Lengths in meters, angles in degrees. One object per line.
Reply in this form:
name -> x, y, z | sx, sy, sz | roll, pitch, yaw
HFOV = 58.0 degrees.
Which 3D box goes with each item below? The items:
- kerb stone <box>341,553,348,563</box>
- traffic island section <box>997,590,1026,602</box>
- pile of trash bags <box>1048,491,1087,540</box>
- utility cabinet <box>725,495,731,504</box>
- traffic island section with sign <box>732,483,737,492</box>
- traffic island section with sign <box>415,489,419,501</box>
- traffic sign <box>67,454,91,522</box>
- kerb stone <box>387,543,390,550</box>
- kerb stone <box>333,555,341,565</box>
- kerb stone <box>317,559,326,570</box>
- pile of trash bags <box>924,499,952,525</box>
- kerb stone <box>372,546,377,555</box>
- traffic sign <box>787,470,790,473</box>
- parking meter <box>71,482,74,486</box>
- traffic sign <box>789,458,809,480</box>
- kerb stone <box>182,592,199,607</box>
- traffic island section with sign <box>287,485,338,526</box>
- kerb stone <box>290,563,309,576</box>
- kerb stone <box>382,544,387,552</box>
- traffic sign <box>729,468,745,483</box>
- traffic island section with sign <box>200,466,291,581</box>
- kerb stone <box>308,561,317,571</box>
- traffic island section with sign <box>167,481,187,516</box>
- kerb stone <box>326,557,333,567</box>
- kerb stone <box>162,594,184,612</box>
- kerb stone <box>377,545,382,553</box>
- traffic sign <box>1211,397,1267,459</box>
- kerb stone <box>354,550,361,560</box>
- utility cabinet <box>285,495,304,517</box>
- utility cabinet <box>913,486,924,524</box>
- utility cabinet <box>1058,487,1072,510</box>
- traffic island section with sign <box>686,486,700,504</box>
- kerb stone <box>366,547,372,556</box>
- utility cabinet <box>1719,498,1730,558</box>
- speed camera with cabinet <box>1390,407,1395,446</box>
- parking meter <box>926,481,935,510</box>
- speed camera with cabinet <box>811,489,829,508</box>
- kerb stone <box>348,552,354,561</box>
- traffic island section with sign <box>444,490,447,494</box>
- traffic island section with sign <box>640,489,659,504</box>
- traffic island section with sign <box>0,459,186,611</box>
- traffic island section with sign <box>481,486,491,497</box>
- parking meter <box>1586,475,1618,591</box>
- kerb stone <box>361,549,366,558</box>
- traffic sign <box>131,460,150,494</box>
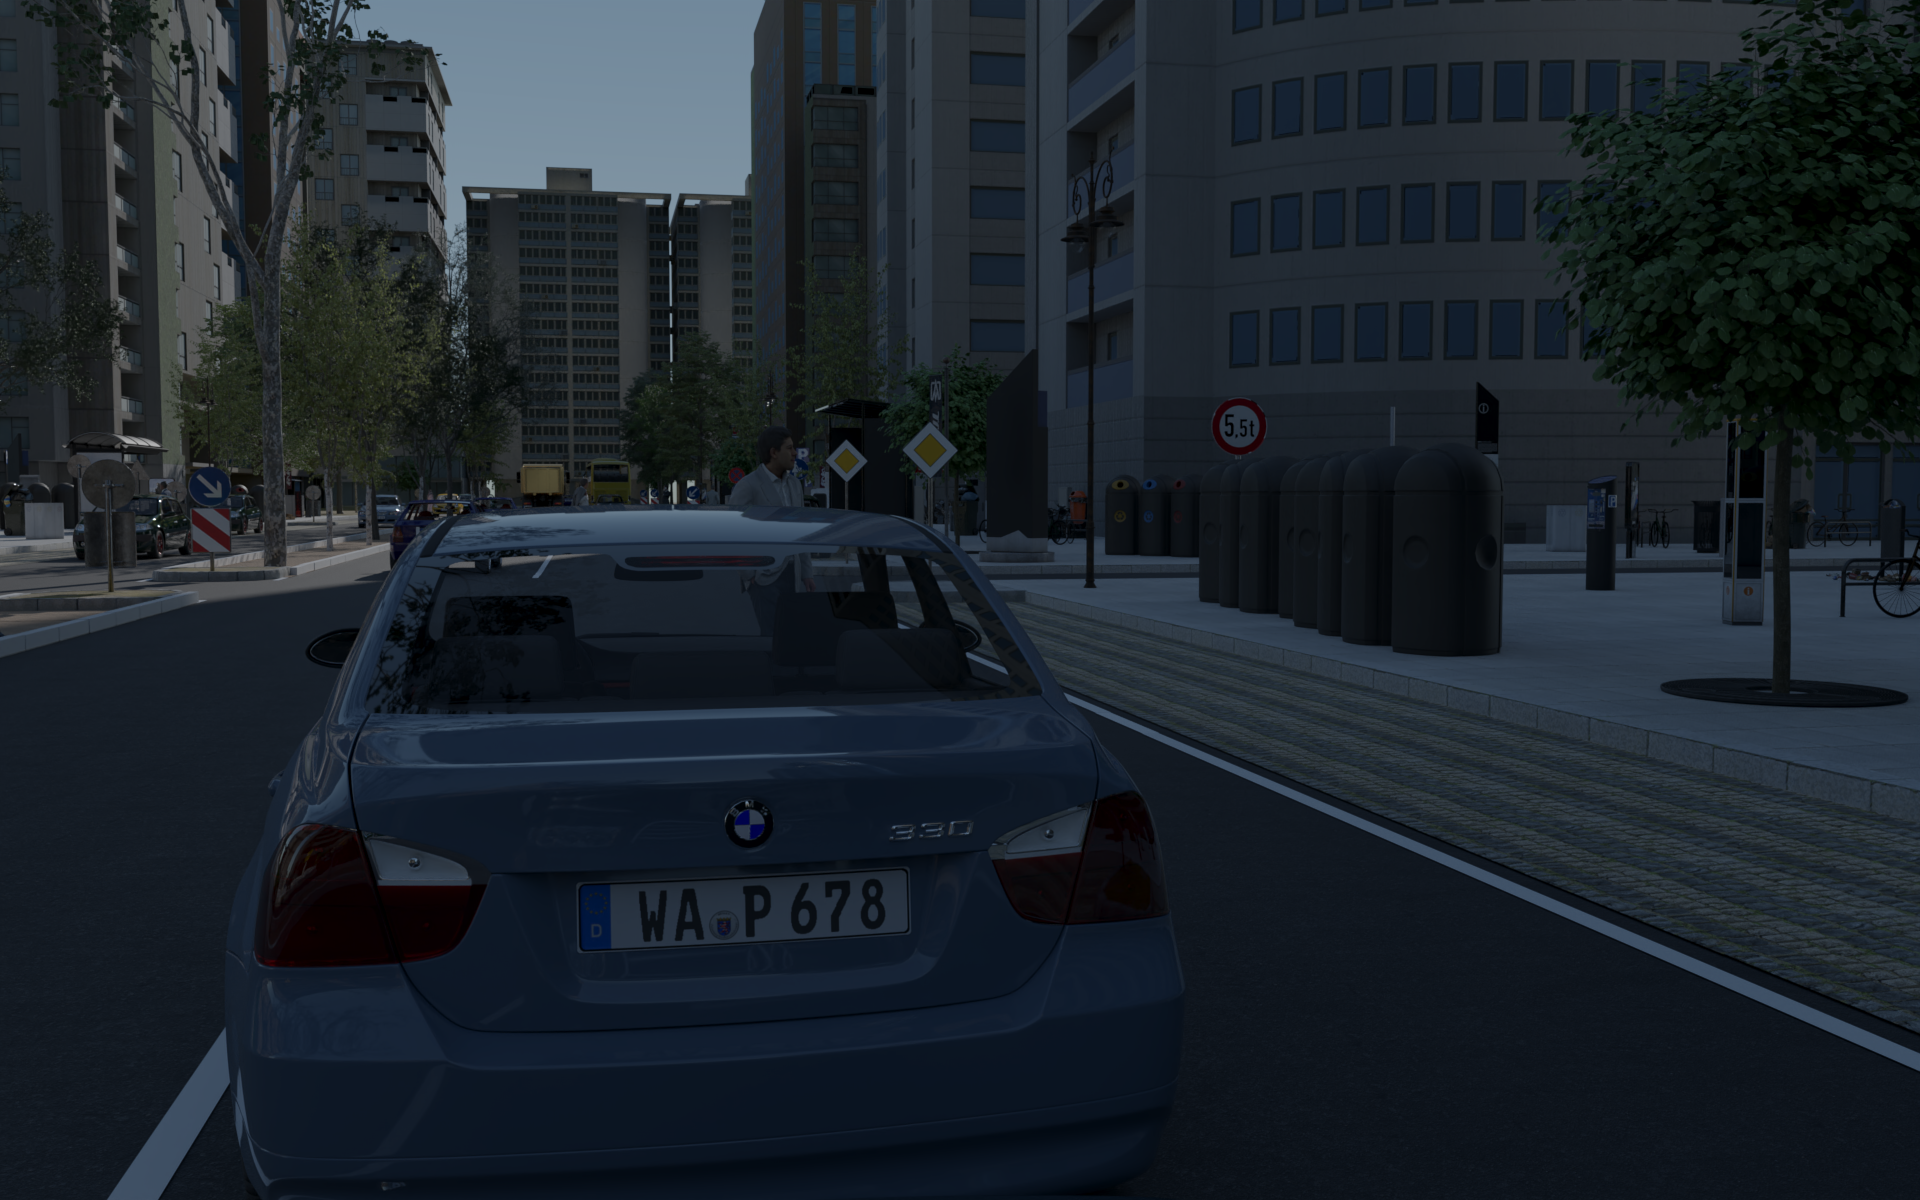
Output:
kerb stone -> -12.884, -0.839, 35.919 | 0.120, 0.150, 1.000 | -1, 4, -12
traffic island section -> -0.397, -0.111, 24.101 | 2.009, 0.180, 2.903 | -1, 4, -12
pile of trash bags -> 2.942, -2.454, 49.881 | 1.912, 1.369, 3.447 | -1, 4, -16
utility cabinet -> -12.345, -4.975, 92.502 | 0.306, 1.237, 1.020 | -1, 4, -15
traffic island section with sign -> -7.204, -2.896, 55.969 | 1.989, 1.847, 2.006 | -1, 4, -12
traffic island section with sign -> -39.922, -7.300, 127.981 | 1.989, 1.847, 2.006 | -1, 4, -12
traffic sign -> -28.167, -3.382, 55.401 | 0.768, 2.556, 0.104 | 0, 4, -2
kerb stone -> -14.595, -1.330, 43.943 | 0.120, 0.150, 1.000 | -1, 4, -12
kerb stone -> -12.669, -0.775, 34.916 | 0.120, 0.150, 1.000 | -1, 4, -12
kerb stone -> -12.245, -0.655, 32.912 | 0.120, 0.150, 1.000 | -1, 4, -12
pile of trash bags -> -0.647, -3.937, 74.115 | 3.447, 1.369, 1.912 | 2, 4, 24
kerb stone -> -13.956, -1.142, 40.934 | 0.120, 0.150, 1.000 | -1, 4, -12
traffic sign -> -6.310, -3.696, 60.538 | 0.768, 2.556, 0.104 | 0, 4, -3
parking meter -> -40.481, -4.500, 79.293 | 0.399, 1.863, 0.255 | 3, 4, 37
traffic sign -> -5.798, -3.781, 61.931 | 0.768, 2.556, 0.104 | 0, 4, -8
kerb stone -> -9.984, -0.005, 22.318 | 0.120, 0.150, 1.000 | -1, 4, -12
traffic island section with sign -> -29.442, -4.296, 78.861 | 1.989, 1.847, 2.006 | -1, 4, -12
kerb stone -> -11.811, -0.526, 30.907 | 0.120, 0.150, 1.000 | -1, 4, -12
kerb stone -> -14.384, -1.268, 42.940 | 0.120, 0.150, 1.000 | -1, 4, -12
traffic sign -> -10.727, -5.085, 83.243 | 0.768, 2.556, 0.104 | 0, 4, -4
traffic island section with sign -> -12.550, -1.297, 29.335 | 2.006, 1.907, 1.989 | -1, 4, -12
kerb stone -> -12.040, -0.594, 31.903 | 0.120, 0.150, 1.000 | -1, 4, -12
traffic island section with sign -> -23.805, -2.680, 52.449 | 1.989, 1.847, 2.006 | -1, 4, -12
kerb stone -> -12.463, -0.714, 33.911 | 0.120, 0.150, 1.000 | -1, 4, -12
kerb stone -> -9.767, 0.054, 21.319 | 0.120, 0.150, 1.000 | -1, 4, -12
kerb stone -> -14.175, -1.208, 41.940 | 0.120, 0.150, 1.000 | -1, 4, -12
traffic sign -> 3.664, -1.392, 22.863 | 0.768, 2.556, 0.104 | -1, 4, -10
kerb stone -> -13.312, -0.962, 37.925 | 0.120, 0.150, 1.000 | -1, 4, -12
utility cabinet -> -37.018, -5.206, 96.277 | 1.020, 1.237, 0.306 | 0, 4, 1
utility cabinet -> -1.307, -2.318, 46.573 | 0.318, 1.500, 1.173 | -2, 4, -24
utility cabinet -> 3.221, -2.729, 53.298 | 0.318, 1.500, 1.173 | 1, 4, 11
traffic island section with sign -> -12.828, -4.508, 82.334 | 1.989, 1.847, 2.006 | -1, 4, -12
kerb stone -> -13.740, -1.083, 39.935 | 0.120, 0.150, 1.000 | -1, 4, -12
utility cabinet -> 15.778, -1.478, 35.332 | 0.306, 1.237, 1.020 | 3, 4, 38
speed camera with cabinet -> 10.493, -2.740, 39.142 | 2.038, 3.252, 0.660 | 2, 4, 31
parking meter -> -1.306, -4.331, 76.529 | 0.399, 1.863, 0.255 | 0, 4, 7
speed camera with cabinet -> -4.155, -3.940, 58.758 | 2.038, 3.252, 0.660 | 3, 4, 39
kerb stone -> -13.096, -0.901, 36.924 | 0.120, 0.150, 1.000 | -1, 4, -12
traffic island section with sign -> -45.542, -8.912, 154.346 | 1.989, 1.847, 2.006 | -1, 4, -12
traffic island section with sign -> -23.306, -7.511, 131.433 | 1.989, 1.847, 2.006 | -1, 4, -12
traffic island section with sign -> -11.013, -0.853, 22.089 | 2.006, 1.907, 1.989 | -1, 4, -12
traffic island section with sign -> -28.244, -5.791, 102.823 | 2.006, 1.907, 1.989 | -1, 4, -12
parking meter -> 8.562, -0.899, 23.114 | 0.372, 1.533, 0.369 | 0, 3, 0
kerb stone -> -13.528, -1.023, 38.925 | 0.120, 0.150, 1.000 | -1, 4, -12
traffic sign -> -30.910, -3.983, 65.124 | 0.884, 2.594, 0.081 | 0, 4, -7
